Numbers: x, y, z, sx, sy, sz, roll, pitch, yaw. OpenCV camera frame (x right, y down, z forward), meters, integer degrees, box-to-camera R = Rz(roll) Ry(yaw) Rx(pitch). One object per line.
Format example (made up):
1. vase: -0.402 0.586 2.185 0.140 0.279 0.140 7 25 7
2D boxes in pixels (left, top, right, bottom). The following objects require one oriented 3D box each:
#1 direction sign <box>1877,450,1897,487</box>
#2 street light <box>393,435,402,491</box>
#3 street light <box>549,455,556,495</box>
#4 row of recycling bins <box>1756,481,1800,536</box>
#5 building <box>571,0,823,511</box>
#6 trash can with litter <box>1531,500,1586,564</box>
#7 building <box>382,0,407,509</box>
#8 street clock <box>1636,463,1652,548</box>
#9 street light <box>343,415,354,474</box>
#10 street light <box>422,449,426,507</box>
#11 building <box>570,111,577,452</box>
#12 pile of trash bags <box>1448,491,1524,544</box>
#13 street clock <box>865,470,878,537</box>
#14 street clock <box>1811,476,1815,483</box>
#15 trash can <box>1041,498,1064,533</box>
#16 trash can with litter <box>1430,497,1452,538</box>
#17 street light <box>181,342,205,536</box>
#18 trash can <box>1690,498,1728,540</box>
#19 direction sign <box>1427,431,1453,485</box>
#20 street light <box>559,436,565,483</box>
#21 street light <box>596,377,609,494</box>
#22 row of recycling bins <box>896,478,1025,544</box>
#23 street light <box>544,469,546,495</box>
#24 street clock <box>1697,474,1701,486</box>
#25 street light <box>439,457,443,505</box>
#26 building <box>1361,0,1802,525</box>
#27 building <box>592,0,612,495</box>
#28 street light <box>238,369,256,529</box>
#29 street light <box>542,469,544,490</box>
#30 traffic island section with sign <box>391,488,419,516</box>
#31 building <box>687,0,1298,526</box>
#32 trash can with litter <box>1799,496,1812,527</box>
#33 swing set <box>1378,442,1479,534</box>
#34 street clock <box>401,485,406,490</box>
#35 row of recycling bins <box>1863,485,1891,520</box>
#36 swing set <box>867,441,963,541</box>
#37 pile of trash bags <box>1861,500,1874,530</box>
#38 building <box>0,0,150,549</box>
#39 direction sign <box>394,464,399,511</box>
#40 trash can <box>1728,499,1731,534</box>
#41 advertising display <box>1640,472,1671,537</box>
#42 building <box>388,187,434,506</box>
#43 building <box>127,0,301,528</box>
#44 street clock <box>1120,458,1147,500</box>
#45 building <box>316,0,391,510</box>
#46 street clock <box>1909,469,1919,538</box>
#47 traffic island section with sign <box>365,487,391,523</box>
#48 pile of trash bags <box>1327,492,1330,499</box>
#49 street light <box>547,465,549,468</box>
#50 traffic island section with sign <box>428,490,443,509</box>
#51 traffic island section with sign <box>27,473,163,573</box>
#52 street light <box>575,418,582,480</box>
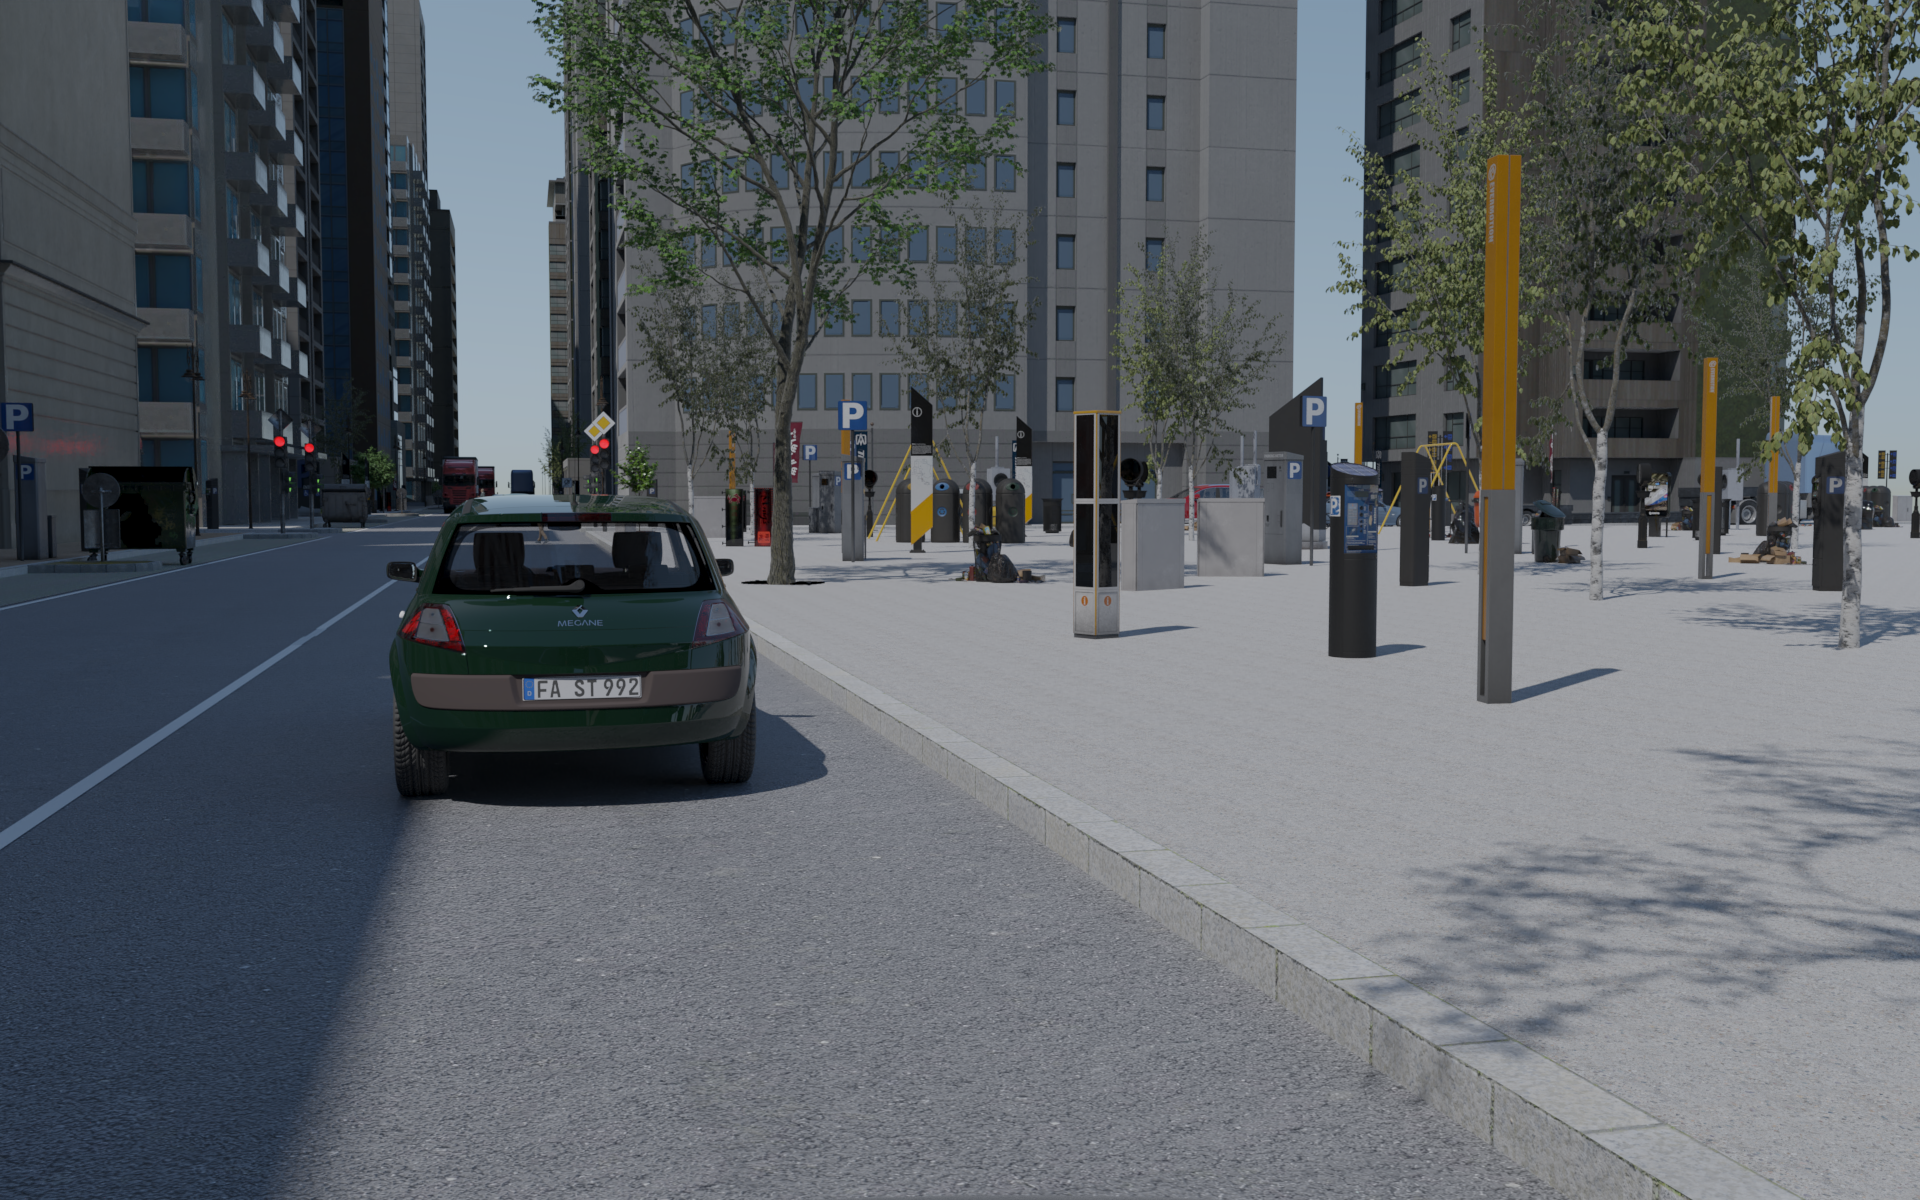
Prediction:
1. direction sign: 47.896 -5.965 89.524 0.876 3.537 0.379 1 4 14
2. street light: -44.823 -10.135 138.500 0.468 5.910 1.993 -1 4 -14
3. street light: -41.857 -12.582 178.508 0.468 5.910 1.993 -1 4 -14
4. row of recycling bins: 25.452 -2.866 53.965 1.069 1.692 3.534 2 4 33
5. building: -26.374 -38.180 166.245 21.231 58.520 28.212 -1 4 -14
6. trash can with litter: 11.182 -1.279 32.292 0.624 1.170 1.055 -2 4 -33
7. building: -63.519 -51.862 160.617 22.319 86.520 31.000 -1 4 -14
8. street clock: 16.159 -2.226 40.960 0.358 2.002 0.471 0 4 5
9. street light: -34.887 -7.715 98.920 0.468 5.910 1.993 -1 4 -14
10. street light: -53.836 -12.320 174.218 0.468 5.910 1.993 -1 4 -14
11. building: -34.447 -32.813 186.598 14.600 45.320 14.200 -1 4 -14
12. pile of trash bags: 13.518 -2.132 44.616 1.912 1.369 3.447 1 4 19
13. street clock: -2.687 -2.870 51.498 0.471 2.002 0.358 0 4 3
14. street clock: 32.515 -3.734 65.622 0.471 2.002 0.358 -1 4 -9
15. trash can: 3.018 -2.751 56.630 0.748 1.137 0.748 0 3 0
16. trash can with litter: 14.513 -2.421 50.636 2.233 1.210 1.678 0 4 -1
17. street light: -23.405 -4.906 52.996 0.468 5.910 1.993 -1 4 -14
18. trash can: 20.615 -2.221 47.962 0.748 1.137 0.748 0 3 0
19. direction sign: 17.268 -4.303 62.358 0.876 3.537 0.379 0 4 7
20. street light: -33.012 -10.449 143.626 0.468 5.910 1.993 -1 4 -14
21. street light: -14.108 -5.842 68.307 0.468 5.910 1.993 -1 4 -14
22. row of recycling bins: -0.001 -2.355 45.614 3.534 1.692 1.069 1 4 13
23. street light: -53.179 -15.372 224.111 0.468 5.910 1.993 -1 4 -14
24. street clock: 24.731 -3.236 57.484 0.471 2.002 0.358 0 4 8
25. street light: -62.580 -14.455 209.125 0.468 5.910 1.993 -1 4 -14
26. building: 28.357 -18.927 81.155 14.107 30.474 14.160 -1 4 -14
27. building: -13.692 -20.001 98.715 14.160 30.474 14.107 -1 4 -14
28. street light: -26.204 -5.568 63.823 0.468 5.910 1.993 -1 4 -14
29. street light: -62.043 -17.505 258.988 0.468 5.910 1.993 -1 4 -14
30. traffic island section with sign: -36.239 -6.359 112.599 1.989 1.847 2.006 -1 4 -14
31. building: -1.710 -32.924 80.308 28.212 58.520 21.231 -1 4 -14
32. trash can with litter: 33.755 -3.558 69.236 2.233 1.210 1.678 -1 4 -20
33. swing set: 14.884 -3.439 53.852 2.862 2.851 3.119 0 4 -4
34. street clock: -43.846 -8.071 136.524 0.358 2.002 0.471 -2 4 -31
35. row of recycling bins: 44.184 -4.721 84.295 1.069 1.692 3.534 0 4 3
36. swing set: -1.072 -3.110 48.474 2.862 2.851 3.119 0 4 -7
37. pile of trash bags: 31.886 -3.224 62.471 1.912 1.369 3.447 2 4 31
38. building: -37.765 -12.852 43.407 30.059 22.955 16.112 -1 4 -14
39. direction sign: -42.654 -8.500 130.967 0.379 3.537 0.876 -2 4 -26
40. trash can: 23.399 -2.555 53.427 0.748 1.137 0.748 0 3 0
41. advertising display: 20.734 -2.840 51.643 0.123 1.923 0.974 -2 4 -30
42. building: -74.541 -30.317 187.565 32.217 40.220 23.993 -1 4 -14
43. building: -41.338 -27.841 74.801 23.786 49.044 30.456 -1 4 -14
44. street clock: 3.424 -1.846 34.754 0.471 2.002 0.358 1 4 17
45. building: -54.370 -30.010 140.777 14.600 45.320 14.200 -1 4 -14
46. street clock: 27.672 -2.786 50.118 0.358 2.002 0.471 0 4 -2
47. traffic island section with sign: -29.589 -4.743 86.176 1.989 1.847 2.006 -1 4 -14
48. pile of trash bags: 32.160 -8.855 154.539 3.447 1.369 1.912 1 4 15
49. street light: -50.485 -14.719 213.444 0.468 5.910 1.993 -1 4 -14
50. traffic island section with sign: -48.478 -9.337 161.291 1.989 1.847 2.006 -1 4 -14
51. traffic island section with sign: -16.019 -1.442 32.201 1.989 1.847 2.006 -1 4 -14
52. street light: -22.745 -7.979 103.240 0.468 5.910 1.993 -1 4 -14
